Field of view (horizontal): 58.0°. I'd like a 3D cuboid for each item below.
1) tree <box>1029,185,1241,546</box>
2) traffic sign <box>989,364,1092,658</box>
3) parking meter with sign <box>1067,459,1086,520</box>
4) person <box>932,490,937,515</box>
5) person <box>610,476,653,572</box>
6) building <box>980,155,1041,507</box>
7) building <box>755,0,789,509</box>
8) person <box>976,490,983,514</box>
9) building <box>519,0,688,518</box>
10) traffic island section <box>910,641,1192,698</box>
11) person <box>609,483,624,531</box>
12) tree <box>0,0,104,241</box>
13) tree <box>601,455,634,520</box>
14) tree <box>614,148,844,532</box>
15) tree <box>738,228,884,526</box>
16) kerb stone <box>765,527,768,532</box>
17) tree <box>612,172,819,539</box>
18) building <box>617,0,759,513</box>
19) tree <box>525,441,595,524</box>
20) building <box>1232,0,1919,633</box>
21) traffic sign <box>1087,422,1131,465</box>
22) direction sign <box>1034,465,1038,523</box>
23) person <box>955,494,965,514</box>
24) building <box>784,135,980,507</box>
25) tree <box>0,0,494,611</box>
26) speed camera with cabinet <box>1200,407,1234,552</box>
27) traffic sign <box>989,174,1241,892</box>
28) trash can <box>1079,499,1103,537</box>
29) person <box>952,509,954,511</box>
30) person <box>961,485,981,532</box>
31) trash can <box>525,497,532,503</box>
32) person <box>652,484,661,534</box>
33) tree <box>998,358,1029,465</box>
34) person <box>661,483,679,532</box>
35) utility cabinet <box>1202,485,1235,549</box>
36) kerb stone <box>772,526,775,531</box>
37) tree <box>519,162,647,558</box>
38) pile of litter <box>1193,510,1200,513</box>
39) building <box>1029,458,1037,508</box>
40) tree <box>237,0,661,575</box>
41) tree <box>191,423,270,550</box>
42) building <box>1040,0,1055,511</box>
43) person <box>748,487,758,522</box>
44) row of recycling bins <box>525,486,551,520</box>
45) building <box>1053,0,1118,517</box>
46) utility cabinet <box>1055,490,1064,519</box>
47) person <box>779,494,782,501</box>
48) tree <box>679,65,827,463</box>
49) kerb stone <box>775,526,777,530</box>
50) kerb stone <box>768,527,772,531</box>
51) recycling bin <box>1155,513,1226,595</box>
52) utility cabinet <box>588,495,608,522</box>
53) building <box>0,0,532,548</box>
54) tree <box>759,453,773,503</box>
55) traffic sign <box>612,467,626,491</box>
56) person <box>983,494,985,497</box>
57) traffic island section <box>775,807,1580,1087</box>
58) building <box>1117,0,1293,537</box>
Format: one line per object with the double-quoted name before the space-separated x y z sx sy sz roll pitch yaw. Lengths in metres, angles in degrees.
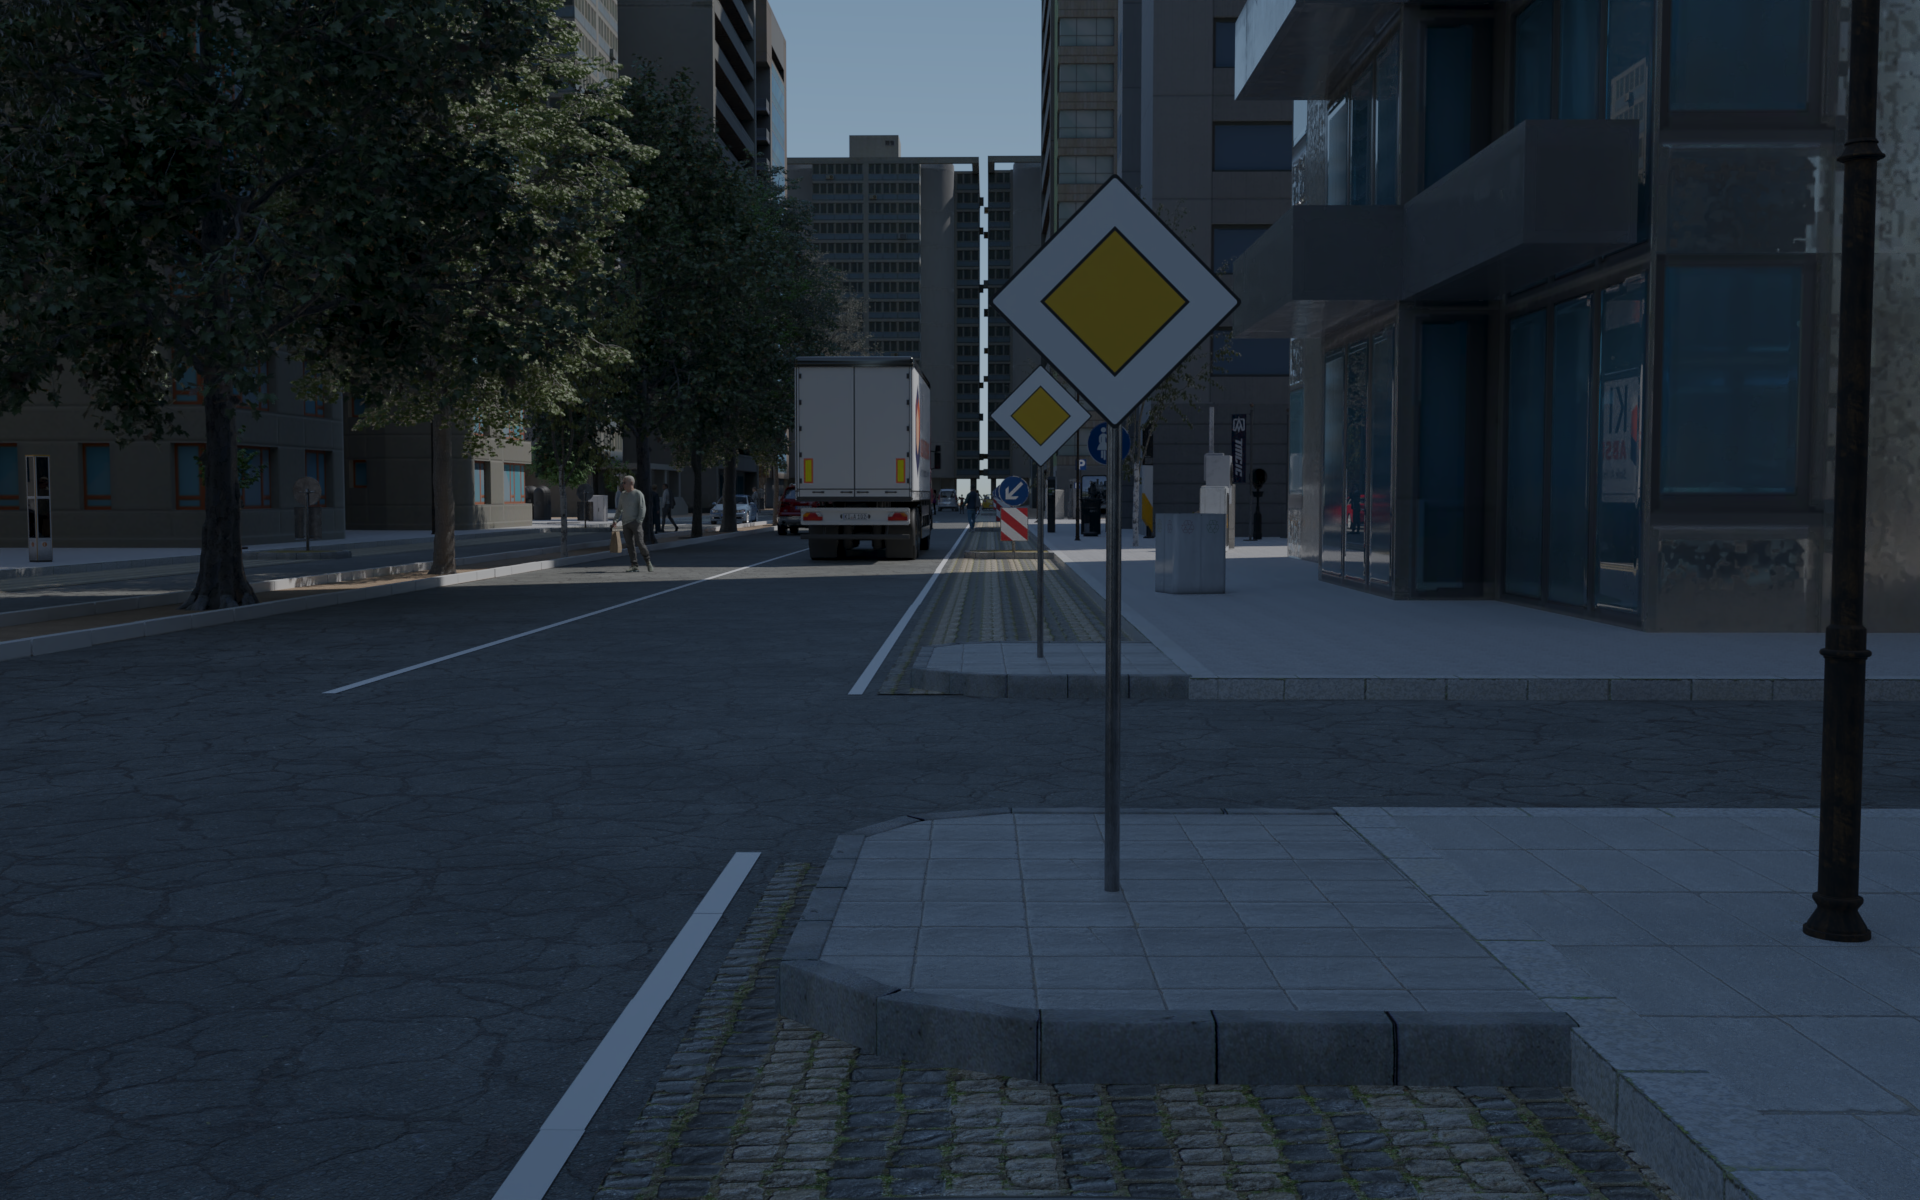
"tree" 4.534 -5.629 42.390 4.360 8.622 3.978 0 3 0
"traffic sign" 0.626 -0.604 13.526 0.795 2.450 0.064 0 4 1
"parking meter with sign" 5.821 -5.564 87.239 0.543 3.016 1.738 -1 4 -14
"person" -1.826 -6.708 118.853 0.721 1.739 1.217 0 4 5
"person" -6.092 -1.403 31.920 0.782 1.767 0.515 2 4 26
"building" 14.577 -30.411 189.104 23.993 40.220 32.217 0 4 1
"building" -23.375 -30.913 155.539 14.200 45.320 14.600 0 4 1
"person" 1.167 -6.863 121.498 1.217 1.735 0.721 -3 5 -42
"building" -33.288 -25.010 100.802 32.217 40.220 23.993 0 4 1
"traffic island section" 0.650 0.531 13.603 2.009 0.180 2.903 0 4 1
"person" -12.783 -3.472 65.142 0.818 1.842 0.514 1 4 9
"tree" -9.567 -3.766 14.400 4.360 8.622 3.978 0 3 0
"tree" -16.923 -5.556 85.446 1.663 3.219 1.824 0 3 0
"tree" -8.717 -9.527 64.880 9.857 13.997 8.962 0 3 0
"tree" -8.153 -10.014 76.555 12.009 13.543 11.850 0 3 0
"kerb stone" -7.411 -2.617 64.989 0.120 0.150 1.000 0 4 1
"tree" -8.318 -7.753 54.970 9.928 11.665 9.643 0 3 0
"building" -26.590 -30.600 124.010 21.300 48.544 21.600 0 4 1
"tree" -17.351 -5.647 76.036 4.285 4.588 4.351 0 3 0
"building" 19.263 -24.724 23.841 30.456 49.044 23.786 0 4 1
"traffic sign" 2.625 -1.864 30.583 0.768 2.556 0.104 0 4 8
"direction sign" 3.511 -5.229 77.486 0.379 3.537 0.876 0 4 -3
"person" 0.142 -6.968 125.681 1.065 1.426 0.557 0 4 0
"building" -9.403 -30.468 190.036 23.993 40.220 32.217 0 4 1
"tree" -9.184 -6.231 21.343 9.611 12.733 9.660 0 3 0
"speed camera with cabinet" 5.745 -2.715 38.720 0.660 3.252 2.038 1 4 13
"traffic sign" 0.489 -0.116 5.542 0.795 2.450 0.064 0 4 1
"trash can" 3.957 -2.491 52.380 0.748 1.137 0.748 0 3 0
"person" -0.557 -8.386 148.849 0.421 1.427 0.697 2 4 35
"person" 0.452 -3.413 64.655 0.623 1.781 0.721 -3 5 -41
"trash can" -21.058 -4.408 83.728 0.748 1.137 0.748 0 3 0
"person" -10.509 -3.095 59.526 0.576 1.772 0.534 2 4 24
"tree" 4.327 -8.615 91.219 4.360 8.622 3.978 0 3 0
"person" -10.982 -3.458 65.143 0.850 1.850 0.679 1 4 14
"utility cabinet" 6.034 -1.952 40.586 0.318 1.500 1.173 -1 4 -18
"kerb stone" -7.379 -2.741 67.040 0.120 0.150 1.000 0 4 1
"tree" -8.692 -5.192 37.713 4.737 8.622 4.395 0 3 0
"pile of litter" 6.184 -1.919 45.346 1.719 0.858 1.176 2 4 31
"building" 17.490 -50.983 146.238 22.319 86.520 31.000 0 4 1
"tree" -9.282 -6.745 30.872 7.486 12.596 7.792 0 3 0
"tree" -17.092 -2.782 40.092 1.663 3.219 1.824 0 3 0
"building" 16.619 -30.425 121.157 21.300 48.544 21.600 0 4 1
"person" -10.498 -4.812 87.454 0.573 1.790 0.520 0 4 -7
"row of recycling bins" -21.554 -4.855 86.486 1.069 1.692 3.534 -3 5 -42
"building" 12.581 -25.664 103.208 14.154 41.232 14.086 0 4 1
"utility cabinet" 4.786 -4.767 86.625 0.318 1.500 1.173 2 4 35
"person" -11.812 -6.274 114.272 0.628 1.438 0.799 -3 5 -39
"tree" -8.276 -7.683 45.084 9.611 12.733 9.660 0 3 0
"kerb stone" -7.362 -2.803 68.066 0.120 0.150 1.000 0 4 1
"kerb stone" -7.396 -2.680 66.011 0.120 0.150 1.000 0 4 1
"recycling bin" 2.991 -0.609 22.506 0.722 1.027 0.722 -1 4 -15
"utility cabinet" -16.912 -4.264 80.876 1.020 1.237 0.306 2 4 34
"building" -31.371 -12.854 55.201 27.650 21.520 28.899 0 4 1
"tree" -16.451 -11.887 144.708 4.737 8.622 4.395 0 3 0
"traffic sign" -15.962 -4.942 80.911 0.768 2.556 0.104 1 4 9
"person" 2.346 -8.706 154.025 0.799 1.438 0.628 0 4 6
"traffic island section" 0.512 1.019 5.619 2.009 0.180 2.903 0 4 1
"building" 16.399 -31.907 63.681 21.231 58.520 28.212 0 4 1
